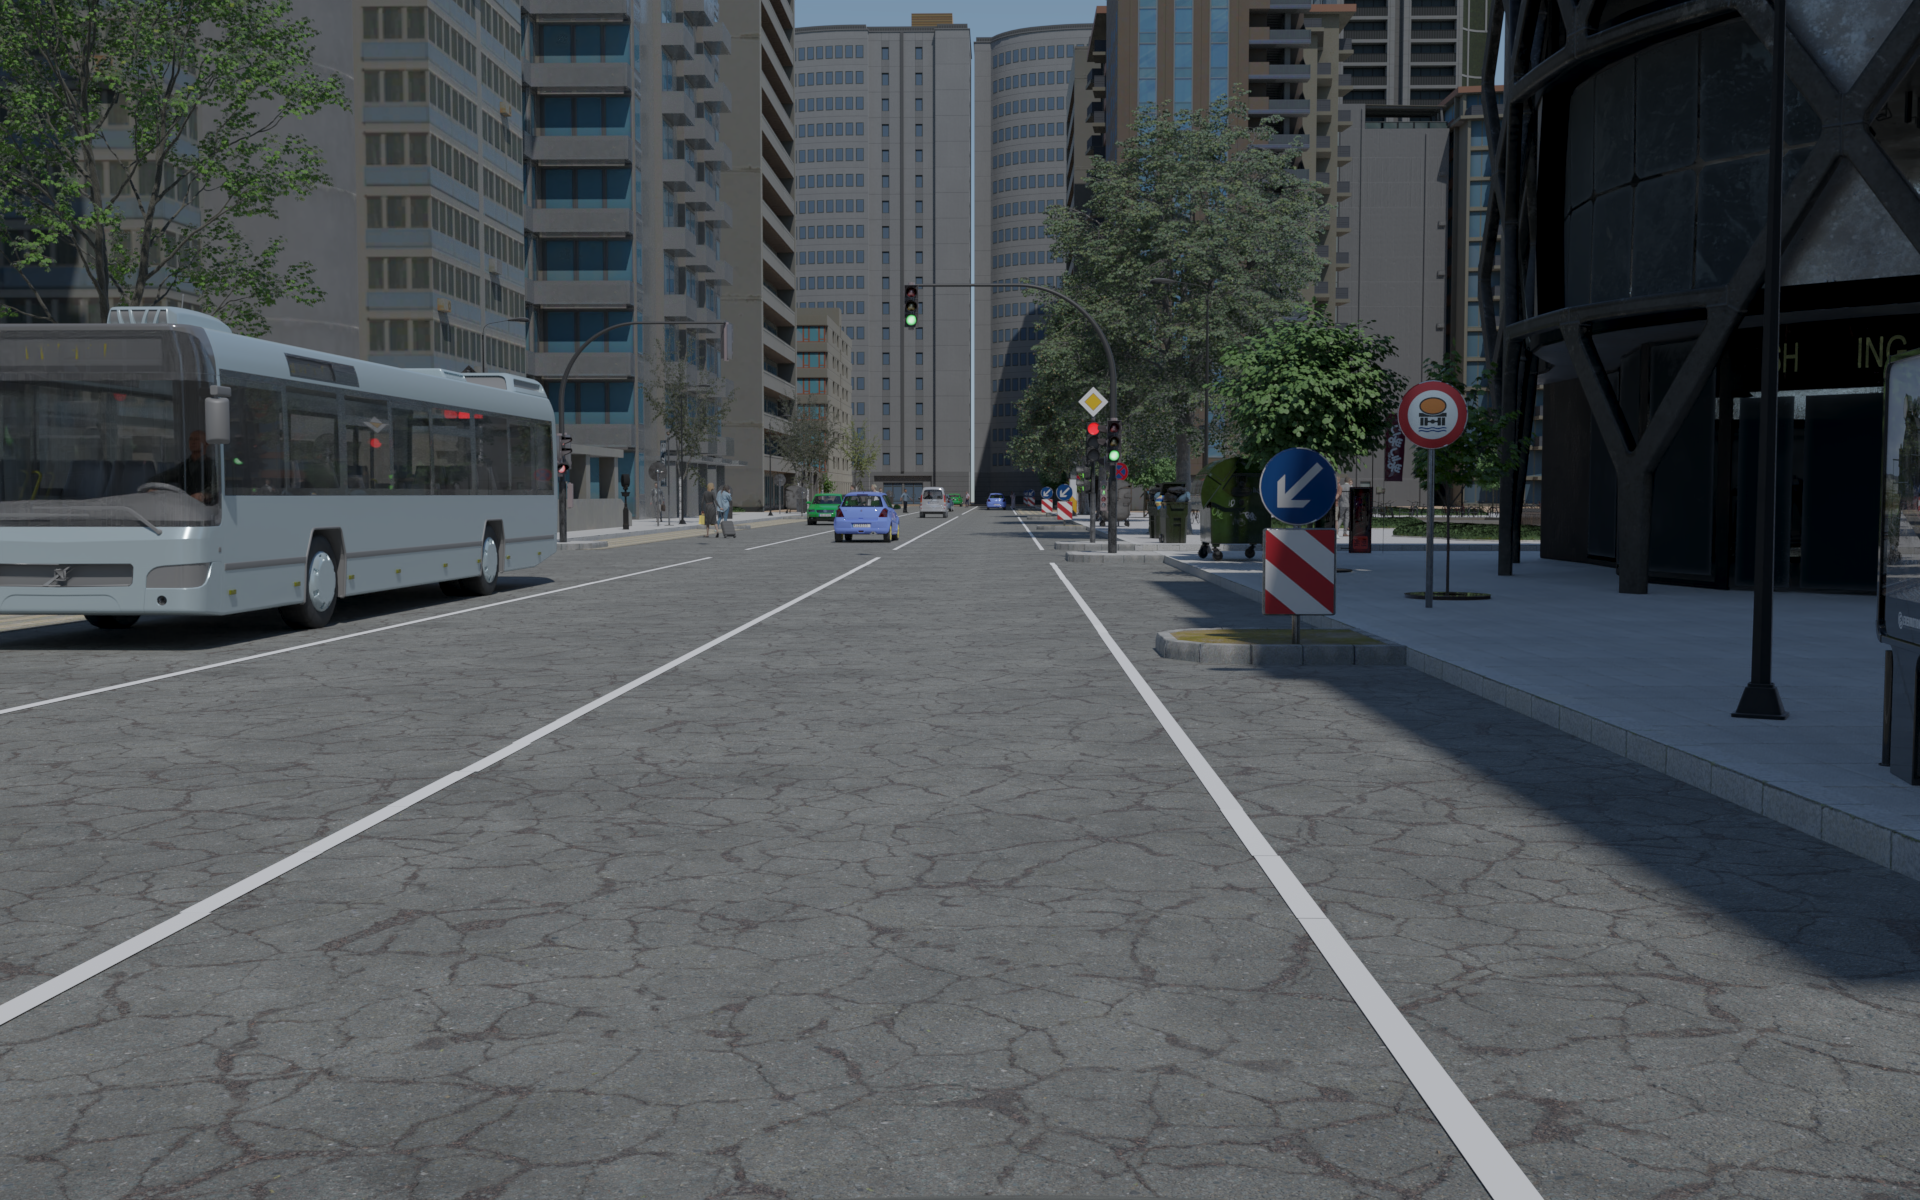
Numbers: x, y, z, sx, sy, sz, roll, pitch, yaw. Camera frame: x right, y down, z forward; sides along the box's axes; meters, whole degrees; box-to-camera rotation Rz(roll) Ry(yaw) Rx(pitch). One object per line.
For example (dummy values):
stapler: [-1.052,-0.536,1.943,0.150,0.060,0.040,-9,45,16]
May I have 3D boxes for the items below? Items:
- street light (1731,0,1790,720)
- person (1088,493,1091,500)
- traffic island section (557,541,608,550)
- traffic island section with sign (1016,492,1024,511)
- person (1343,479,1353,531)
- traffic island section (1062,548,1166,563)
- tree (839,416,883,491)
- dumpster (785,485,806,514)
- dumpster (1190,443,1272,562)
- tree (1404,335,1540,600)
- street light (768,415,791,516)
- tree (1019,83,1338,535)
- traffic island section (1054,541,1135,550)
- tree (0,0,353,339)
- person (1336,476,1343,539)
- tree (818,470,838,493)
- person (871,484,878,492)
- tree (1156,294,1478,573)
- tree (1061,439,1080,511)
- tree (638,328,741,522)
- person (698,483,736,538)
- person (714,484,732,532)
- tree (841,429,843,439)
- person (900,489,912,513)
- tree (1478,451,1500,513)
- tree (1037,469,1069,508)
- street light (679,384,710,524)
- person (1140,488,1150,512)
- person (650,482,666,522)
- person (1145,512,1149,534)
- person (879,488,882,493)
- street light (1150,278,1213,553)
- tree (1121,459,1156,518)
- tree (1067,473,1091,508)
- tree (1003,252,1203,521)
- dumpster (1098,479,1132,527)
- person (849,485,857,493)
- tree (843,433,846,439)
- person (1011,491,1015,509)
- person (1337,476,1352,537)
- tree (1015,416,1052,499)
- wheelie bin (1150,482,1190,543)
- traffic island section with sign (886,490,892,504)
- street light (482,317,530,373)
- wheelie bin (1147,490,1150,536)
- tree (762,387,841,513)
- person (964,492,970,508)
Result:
street light: [4.078,-2.281,9.836,1.470,5.913,1.316,0,4,1]
person: [10.350,-8.285,141.505,1.348,1.823,0.705,-2,4,-28]
traffic island section: [-10.528,-1.444,45.888,2.009,0.180,2.903,0,4,1]
traffic island section with sign: [5.963,-8.526,148.022,1.989,1.847,2.006,0,4,1]
person: [13.605,-3.338,60.589,0.622,1.834,0.822,1,4,22]
traffic island section: [3.318,-0.935,37.565,2.009,0.180,2.903,0,4,1]
tree: [-9.550,-13.052,163.768,4.737,8.622,4.395,0,3,0]
dumpster: [-10.874,-6.645,114.409,1.264,1.857,1.865,0,4,1]
dumpster: [5.322,-1.904,33.617,1.502,2.255,1.985,0,4,1]
tree: [5.946,-1.626,21.182,1.663,3.219,1.824,0,3,0]
street light: [-10.596,-7.895,101.630,1.470,5.913,1.316,0,4,1]
tree: [6.889,-9.018,54.108,9.857,13.997,8.962,0,3,0]
traffic island section: [3.509,-1.423,45.548,2.009,0.180,2.903,0,4,1]
tree: [-13.654,-6.237,27.726,9.928,11.665,9.643,0,3,0]
person: [10.707,-2.688,49.968,0.580,1.828,0.573,0,4,-2]
tree: [-10.812,-8.855,139.381,1.663,3.219,1.824,0,3,0]
person: [-3.626,-3.945,72.880,0.514,1.842,0.818,0,4,-5]
tree: [5.716,-2.750,28.679,4.285,4.588,4.351,0,3,0]
tree: [8.491,-10.878,128.211,4.737,8.622,4.395,0,3,0]
tree: [-12.208,-7.738,76.883,4.360,8.622,3.978,0,3,0]
person: [-7.975,-2.932,56.664,0.699,1.804,1.509,-2,4,-35]
person: [-8.842,-3.408,64.491,0.793,1.790,0.793,0,4,-8]
tree: [-11.042,-10.656,124.584,4.360,8.622,3.978,0,3,0]
person: [-4.140,-7.541,131.777,0.705,1.826,1.348,3,5,39]
tree: [35.993,-8.160,117.134,4.285,4.588,4.351,0,3,0]
tree: [8.621,-10.638,157.645,4.285,4.588,4.351,0,3,0]
street light: [-11.226,-6.159,73.245,1.470,5.913,1.316,0,4,1]
person: [13.734,-7.399,126.642,1.348,1.869,0.705,-1,4,-17]
person: [-13.830,-4.470,79.253,0.709,1.813,0.853,0,4,-7]
person: [6.278,-2.798,56.039,0.590,1.304,0.306,1,4,19]
person: [-4.892,-5.948,105.718,0.622,1.834,0.822,-1,4,-11]
street light: [4.781,-3.967,37.403,1.470,5.913,1.316,0,4,1]
tree: [10.011,-6.717,93.544,4.285,4.588,4.351,0,3,0]
tree: [8.513,-7.730,120.981,1.663,3.219,1.824,0,3,0]
tree: [6.785,-10.035,81.084,9.611,12.733,9.660,0,3,0]
dumpster: [6.119,-3.816,68.151,1.264,1.857,1.865,0,4,2]
person: [-4.812,-4.174,76.544,0.447,1.846,0.655,2,4,31]
tree: [-10.967,-11.299,135.096,4.360,8.622,3.978,0,3,0]
person: [4.923,-9.298,161.184,0.551,1.740,0.621,3,5,40]
person: [11.644,-2.821,52.291,0.709,1.813,0.853,3,5,41]
tree: [10.283,-16.646,197.917,9.928,11.665,9.643,0,3,0]
wheelie bin: [5.612,-2.280,45.189,0.980,1.594,0.693,-1,4,-12]
traffic island section with sign: [-7.103,-10.190,175.228,1.989,1.847,2.006,0,4,1]
street light: [-12.009,-4.473,45.679,1.470,5.913,1.316,0,4,1]
wheelie bin: [5.787,-2.564,49.824,0.693,1.594,0.980,-1,4,-22]
tree: [-11.179,-10.279,118.424,4.360,8.622,3.978,0,3,0]
person: [0.729,-10.623,183.121,0.436,1.711,0.756,-1,4,-15]
